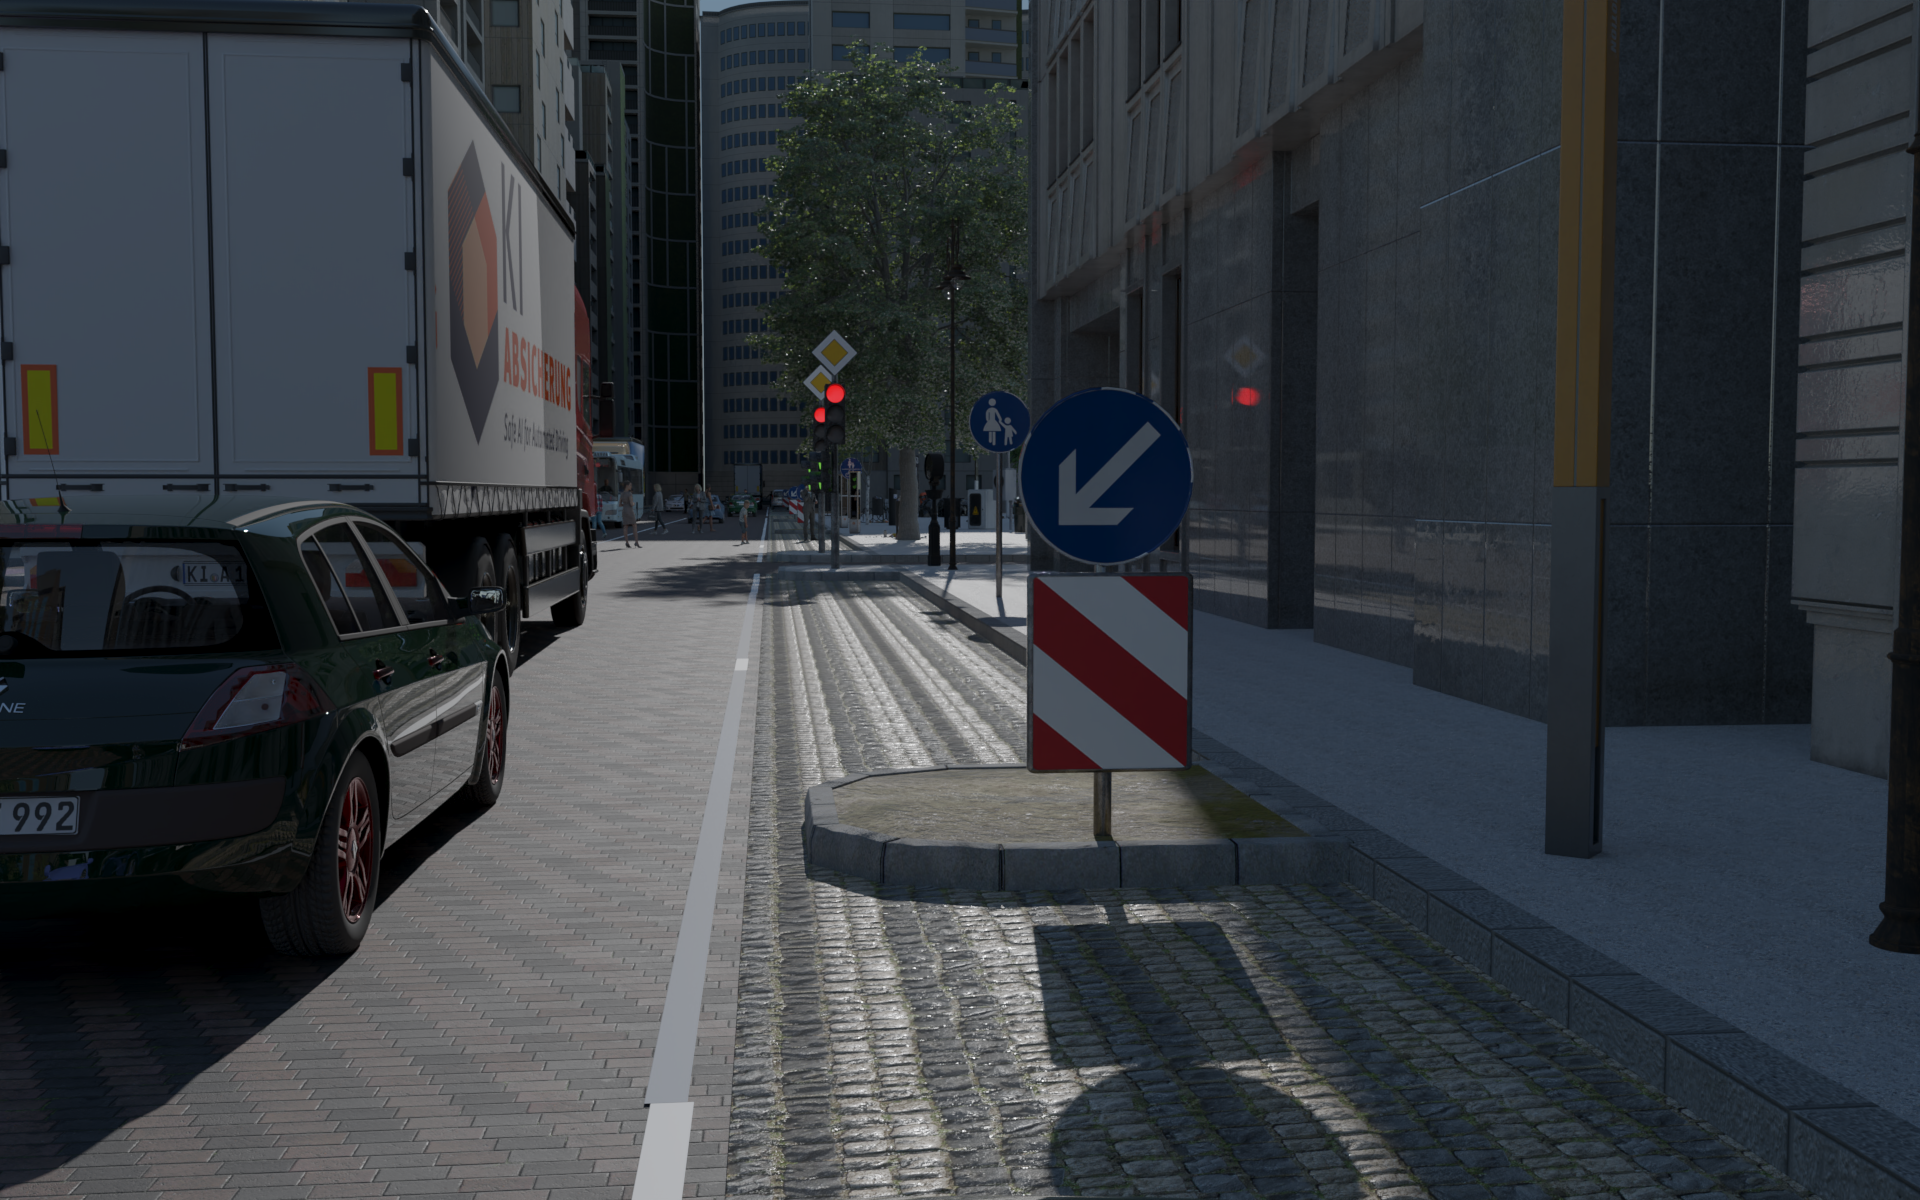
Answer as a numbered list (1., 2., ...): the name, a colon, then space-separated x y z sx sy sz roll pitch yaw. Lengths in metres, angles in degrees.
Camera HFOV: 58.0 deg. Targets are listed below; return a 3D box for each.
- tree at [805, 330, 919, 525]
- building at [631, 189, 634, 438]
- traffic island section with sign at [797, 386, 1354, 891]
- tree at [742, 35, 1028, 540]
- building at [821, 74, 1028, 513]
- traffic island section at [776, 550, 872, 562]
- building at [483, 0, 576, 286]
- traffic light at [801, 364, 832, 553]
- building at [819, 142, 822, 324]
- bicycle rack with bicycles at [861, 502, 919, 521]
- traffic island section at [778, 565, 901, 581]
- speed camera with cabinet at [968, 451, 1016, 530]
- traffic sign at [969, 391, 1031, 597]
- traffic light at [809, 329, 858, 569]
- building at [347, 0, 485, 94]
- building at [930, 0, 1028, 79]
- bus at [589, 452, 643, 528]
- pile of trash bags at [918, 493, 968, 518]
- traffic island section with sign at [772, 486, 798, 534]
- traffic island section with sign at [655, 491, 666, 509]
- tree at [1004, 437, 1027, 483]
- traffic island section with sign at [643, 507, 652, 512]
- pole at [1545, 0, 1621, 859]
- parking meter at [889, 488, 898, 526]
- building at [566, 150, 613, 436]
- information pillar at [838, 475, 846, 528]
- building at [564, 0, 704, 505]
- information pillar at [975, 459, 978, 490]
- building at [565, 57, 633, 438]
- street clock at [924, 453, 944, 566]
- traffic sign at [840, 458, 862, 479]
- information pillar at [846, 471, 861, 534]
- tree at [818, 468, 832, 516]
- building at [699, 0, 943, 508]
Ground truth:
1. tree: -3.777 -7.429 71.829 4.737 8.622 4.395 0 3 0
2. building: -40.783 -30.193 177.243 14.086 41.232 14.154 0 4 -6
3. traffic island section with sign: 0.357 0.089 7.178 1.989 1.847 2.006 0 4 -6
4. tree: -1.490 -8.646 48.020 9.857 13.997 8.962 0 3 0
5. building: -2.322 -21.521 123.572 14.160 30.474 14.107 0 4 -6
6. traffic island section: -2.990 -0.946 37.743 2.009 0.180 2.903 0 4 -6
7. building: -41.952 -32.585 121.998 28.713 52.752 27.495 0 4 -6
8. traffic light: -3.031 -2.979 37.625 0.839 4.253 0.868 0 4 -6
9. building: -4.119 -22.376 137.541 14.160 30.474 14.107 0 4 -6
10. bicycle rack with bicycles: -3.451 -4.265 83.108 2.852 0.926 2.925 -2 4 -35
11. traffic island section: -2.122 -0.460 29.805 2.009 0.180 2.903 0 4 -6
12. speed camera with cabinet: 1.139 -4.176 62.606 0.660 3.252 2.038 -3 5 -41
13. traffic sign: 0.486 -1.305 21.447 0.768 2.556 0.104 0 4 -5
14. traffic light: -2.163 -2.493 29.687 0.839 4.253 0.868 0 4 -6
15. building: -35.810 -40.311 97.341 20.563 71.187 20.611 0 4 -6
16. building: 11.731 -40.854 209.956 28.212 58.520 21.231 0 4 -6
17. bus: -15.608 -4.912 75.168 2.948 3.499 13.247 0 4 -6
18. pile of trash bags: -0.726 -5.502 99.714 3.447 1.369 1.912 -1 4 -21
19. traffic island section with sign: -5.695 -3.296 62.514 1.989 1.847 2.006 0 4 -6
20. traffic island section with sign: -28.758 -9.597 165.534 1.989 1.847 2.006 0 4 -6
21. tree: 3.530 -5.366 71.443 4.285 4.588 4.351 0 3 0
22. traffic island section with sign: -25.778 -7.928 138.251 1.989 1.847 2.006 0 4 -6
23. pole: 2.193 -0.749 6.089 0.158 3.312 0.155 0 3 0
24. parking meter: -2.721 -3.797 70.487 0.372 1.533 0.369 0 3 0
25. building: -36.777 -22.808 144.604 14.160 30.474 14.107 0 4 -6
26. information pillar: -4.421 -3.733 65.523 0.304 2.012 0.304 -2 4 -28
27. building: -41.018 -46.776 203.036 20.611 71.187 20.563 0 4 -6
28. information pillar: 1.009 -7.058 106.757 0.183 3.616 0.504 1 4 18
29. building: -38.087 -29.033 158.287 14.154 41.232 14.086 0 4 -6
30. street clock: -0.459 -1.607 30.853 0.358 2.002 0.471 -1 4 -20
31. traffic sign: -3.802 -3.700 60.597 0.768 2.556 0.104 0 3 0
32. information pillar: -3.409 -3.161 56.180 0.304 2.012 0.304 1 4 13
33. tree: -7.837 -6.510 101.036 1.663 3.219 1.824 0 3 0
34. building: -16.380 -40.642 206.495 28.212 58.520 21.231 0 4 -6
